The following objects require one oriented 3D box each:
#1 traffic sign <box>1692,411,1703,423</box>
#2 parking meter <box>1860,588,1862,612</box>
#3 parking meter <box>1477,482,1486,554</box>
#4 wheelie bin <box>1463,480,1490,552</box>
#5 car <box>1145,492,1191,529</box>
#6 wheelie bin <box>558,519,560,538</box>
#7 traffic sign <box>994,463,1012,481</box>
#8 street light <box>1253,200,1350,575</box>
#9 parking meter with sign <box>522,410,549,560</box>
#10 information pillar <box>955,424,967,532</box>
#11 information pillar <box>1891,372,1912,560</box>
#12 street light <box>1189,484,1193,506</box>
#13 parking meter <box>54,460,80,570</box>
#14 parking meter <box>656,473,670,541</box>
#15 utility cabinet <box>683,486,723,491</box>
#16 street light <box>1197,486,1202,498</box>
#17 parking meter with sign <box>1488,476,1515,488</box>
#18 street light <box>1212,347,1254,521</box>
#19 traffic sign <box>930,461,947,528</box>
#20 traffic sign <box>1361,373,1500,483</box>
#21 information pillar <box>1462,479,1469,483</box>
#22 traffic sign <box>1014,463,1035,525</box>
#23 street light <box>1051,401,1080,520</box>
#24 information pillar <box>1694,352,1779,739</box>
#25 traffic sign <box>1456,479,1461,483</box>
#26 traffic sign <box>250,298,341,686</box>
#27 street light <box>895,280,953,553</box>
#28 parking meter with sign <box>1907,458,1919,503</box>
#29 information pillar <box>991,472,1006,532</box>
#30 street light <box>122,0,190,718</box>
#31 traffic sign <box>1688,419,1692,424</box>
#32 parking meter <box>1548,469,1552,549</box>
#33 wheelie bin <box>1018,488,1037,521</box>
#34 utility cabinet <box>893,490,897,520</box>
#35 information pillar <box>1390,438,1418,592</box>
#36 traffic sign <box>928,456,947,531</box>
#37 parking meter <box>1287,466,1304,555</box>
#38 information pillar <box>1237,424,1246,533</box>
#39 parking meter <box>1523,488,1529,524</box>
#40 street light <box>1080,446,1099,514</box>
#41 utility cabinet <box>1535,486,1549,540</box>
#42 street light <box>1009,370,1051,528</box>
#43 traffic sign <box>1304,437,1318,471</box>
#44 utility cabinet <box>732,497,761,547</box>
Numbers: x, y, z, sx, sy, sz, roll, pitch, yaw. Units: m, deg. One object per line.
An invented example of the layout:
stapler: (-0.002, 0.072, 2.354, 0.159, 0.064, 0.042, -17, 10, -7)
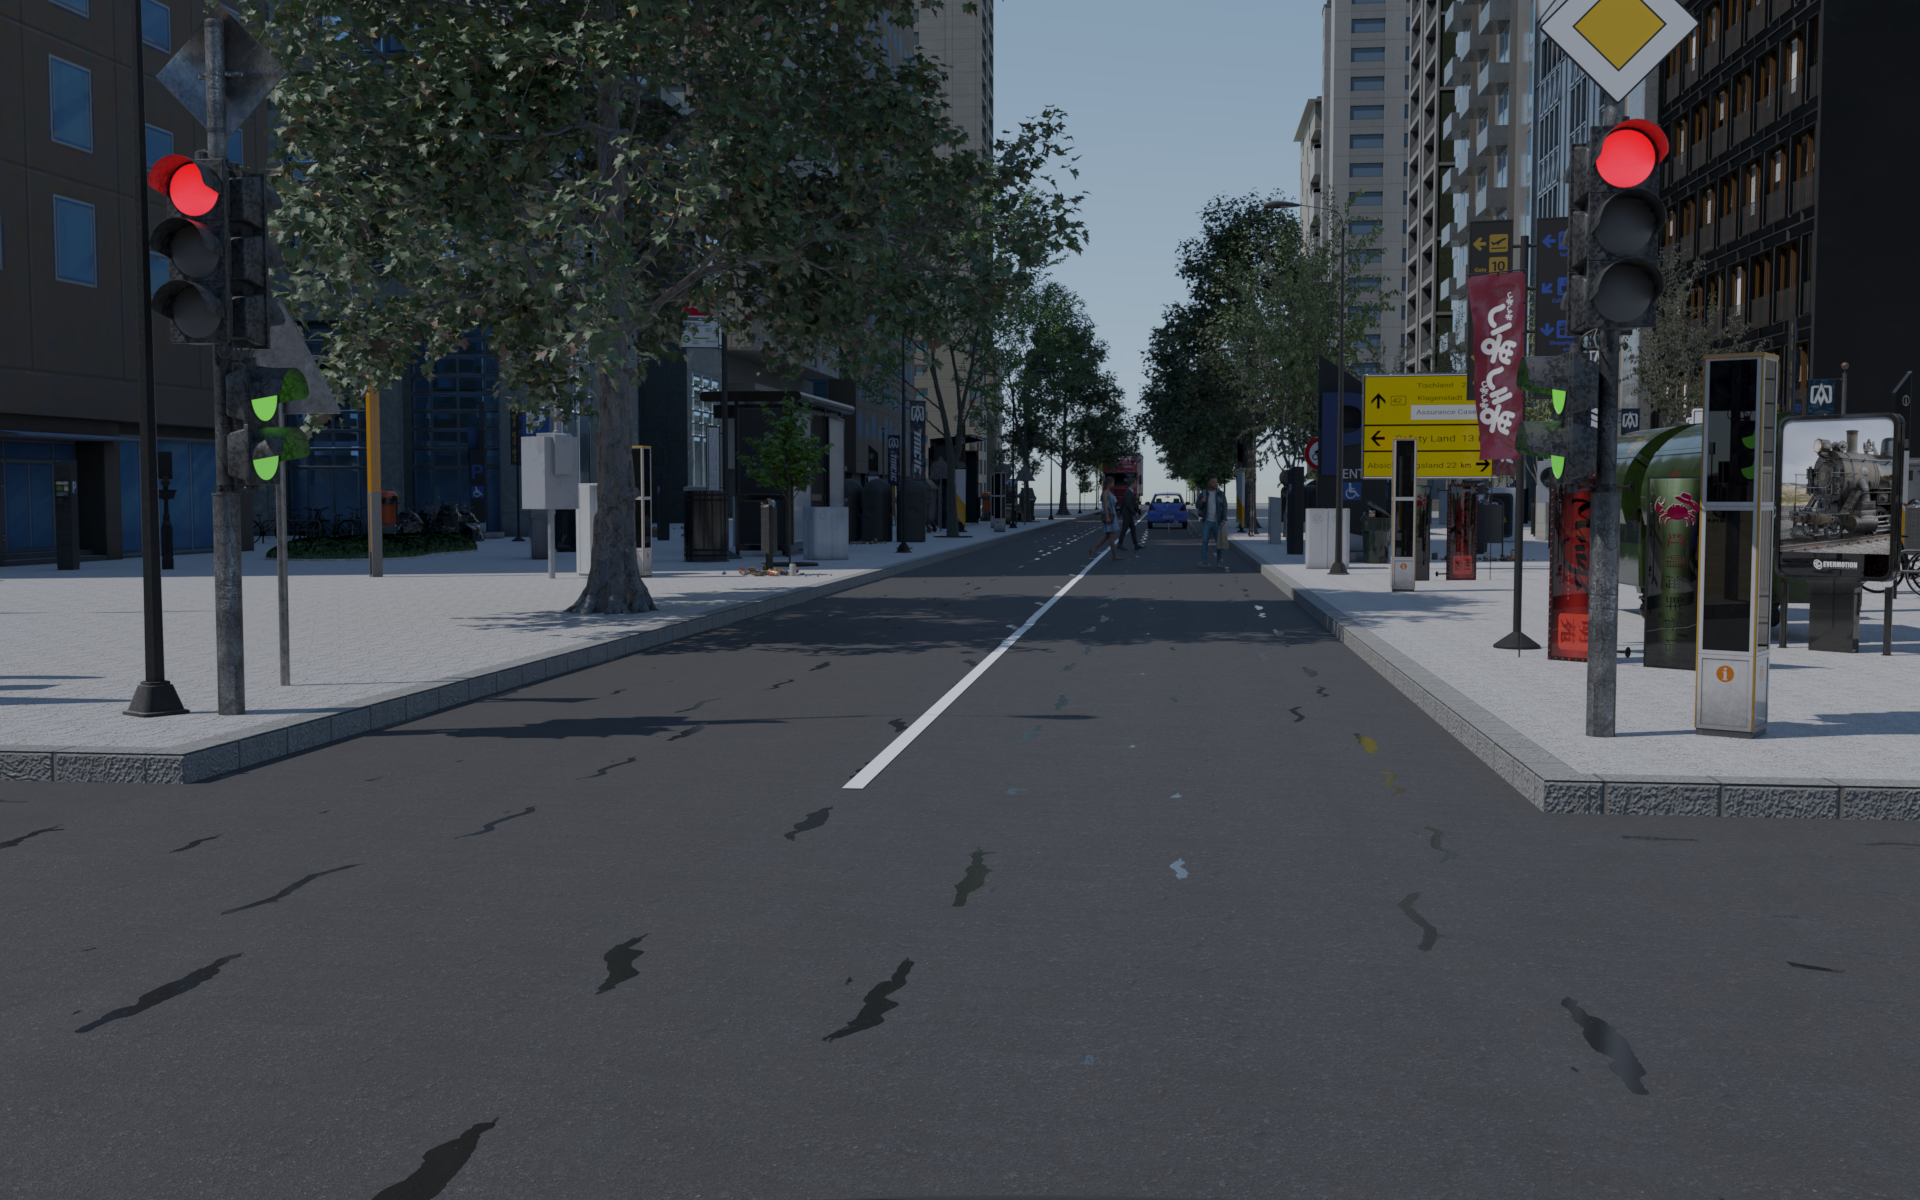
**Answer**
traffic sign: (9.083, -1.141, 20.793, 0.606, 2.300, 0.079, 1, 4, 15)
parking meter: (9.616, -0.802, 18.826, 0.399, 1.863, 0.255, -2, 4, -29)
parking meter: (11.052, -1.754, 37.095, 0.372, 1.533, 0.369, 0, 3, 0)
wheelie bin: (11.382, -1.871, 38.507, 0.693, 1.594, 0.980, -1, 4, -20)
car: (8.782, -3.896, 73.289, 1.945, 1.707, 3.694, 0, 4, 7)
wheelie bin: (-10.878, -2.315, 45.763, 0.980, 1.594, 0.693, 0, 4, 6)
traffic sign: (1.758, -4.351, 71.247, 0.768, 2.556, 0.104, 1, 4, 11)
street light: (5.500, -3.362, 27.515, 1.470, 5.913, 1.316, 0, 4, 7)
parking meter with sign: (-8.425, -2.346, 34.626, 0.543, 3.016, 1.738, -1, 4, -17)
information pillar: (0.014, -4.079, 58.047, 0.183, 3.616, 0.504, 3, 5, 40)
information pillar: (18.000, -2.558, 33.183, 0.504, 3.616, 0.183, -2, 4, -28)
street light: (14.659, -8.047, 104.103, 1.470, 5.913, 1.316, 0, 4, 7)
parking meter: (-15.082, -1.439, 29.246, 0.255, 1.863, 0.399, 0, 4, -8)
parking meter: (-8.215, -2.581, 47.908, 0.255, 1.863, 0.399, -2, 4, -29)
utility cabinet: (-6.928, -2.328, 46.738, 1.173, 1.500, 0.318, 2, 4, 33)
street light: (12.099, -6.738, 82.712, 1.470, 5.913, 1.316, 0, 4, 7)
parking meter with sign: (19.830, -4.091, 63.142, 0.543, 3.016, 1.738, -1, 4, -23)
street light: (8.810, -5.040, 54.948, 1.470, 5.913, 1.316, 0, 4, 7)
traffic sign: (-0.777, -3.988, 65.303, 0.768, 2.556, 0.104, 1, 4, 14)
traffic sign: (7.929, -2.162, 29.227, 2.265, 3.308, 0.079, 1, 4, 12)
information pillar: (23.864, -4.729, 81.813, 0.304, 2.012, 0.304, 2, 4, 24)
traffic sign: (2.676, -4.375, 71.543, 0.884, 2.594, 0.081, 1, 4, 8)
street light: (5.098, -6.968, 86.474, 1.470, 5.913, 1.316, 0, 4, 7)
information pillar: (4.118, -0.287, 9.191, 0.304, 2.012, 0.304, 3, 4, 38)
traffic sign: (8.700, -1.841, 30.214, 0.768, 2.556, 0.104, 1, 4, 14)
traffic sign: (-4.519, -0.705, 11.526, 0.884, 2.594, 0.081, 1, 4, 15)
street light: (-0.696, -3.981, 37.630, 1.470, 5.913, 1.316, 0, 4, 7)
parking meter with sign: (20.190, -2.494, 37.031, 1.738, 3.016, 0.543, 0, 4, 8)
information pillar: (1.343, -3.308, 58.578, 0.304, 2.012, 0.304, 2, 4, 31)
street light: (-4.154, -2.282, 9.854, 1.470, 5.913, 1.316, 0, 4, 7)
traffic sign: (10.030, -1.290, 23.218, 0.606, 2.300, 0.079, 1, 4, 14)
parking meter: (14.030, -2.135, 40.611, 0.399, 1.863, 0.255, -2, 4, -29)
wheelie bin: (3.207, -4.650, 83.938, 0.980, 1.594, 0.693, -1, 4, -23)
utility cabinet: (-3.030, -4.616, 84.158, 0.318, 1.500, 1.173, 2, 4, 33)
information pillar: (5.825, -1.116, 22.738, 0.304, 2.012, 0.304, 1, 4, 11)
traffic sign: (-0.663, -3.633, 59.409, 0.884, 2.594, 0.081, 1, 4, 12)
parking meter: (7.123, -1.900, 36.772, 0.255, 1.863, 0.399, -1, 4, -10)
information pillar: (9.387, -4.067, 57.852, 0.183, 3.616, 0.504, -1, 4, -14)
parking meter: (24.390, -4.067, 74.909, 0.372, 1.533, 0.369, 0, 3, 0)
street light: (8.450, -8.654, 114.030, 1.470, 5.913, 1.316, 0, 4, 7)
utility cabinet: (16.397, -2.409, 48.070, 0.318, 1.500, 1.173, 3, 5, 44)
street light: (2.529, -5.641, 64.768, 1.470, 5.913, 1.316, 0, 4, 7)
traffic sign: (7.972, -2.330, 38.208, 0.768, 2.556, 0.104, 1, 4, 13)
utility cabinet: (-5.026, -1.897, 42.178, 1.020, 1.237, 0.306, 2, 4, 24)
